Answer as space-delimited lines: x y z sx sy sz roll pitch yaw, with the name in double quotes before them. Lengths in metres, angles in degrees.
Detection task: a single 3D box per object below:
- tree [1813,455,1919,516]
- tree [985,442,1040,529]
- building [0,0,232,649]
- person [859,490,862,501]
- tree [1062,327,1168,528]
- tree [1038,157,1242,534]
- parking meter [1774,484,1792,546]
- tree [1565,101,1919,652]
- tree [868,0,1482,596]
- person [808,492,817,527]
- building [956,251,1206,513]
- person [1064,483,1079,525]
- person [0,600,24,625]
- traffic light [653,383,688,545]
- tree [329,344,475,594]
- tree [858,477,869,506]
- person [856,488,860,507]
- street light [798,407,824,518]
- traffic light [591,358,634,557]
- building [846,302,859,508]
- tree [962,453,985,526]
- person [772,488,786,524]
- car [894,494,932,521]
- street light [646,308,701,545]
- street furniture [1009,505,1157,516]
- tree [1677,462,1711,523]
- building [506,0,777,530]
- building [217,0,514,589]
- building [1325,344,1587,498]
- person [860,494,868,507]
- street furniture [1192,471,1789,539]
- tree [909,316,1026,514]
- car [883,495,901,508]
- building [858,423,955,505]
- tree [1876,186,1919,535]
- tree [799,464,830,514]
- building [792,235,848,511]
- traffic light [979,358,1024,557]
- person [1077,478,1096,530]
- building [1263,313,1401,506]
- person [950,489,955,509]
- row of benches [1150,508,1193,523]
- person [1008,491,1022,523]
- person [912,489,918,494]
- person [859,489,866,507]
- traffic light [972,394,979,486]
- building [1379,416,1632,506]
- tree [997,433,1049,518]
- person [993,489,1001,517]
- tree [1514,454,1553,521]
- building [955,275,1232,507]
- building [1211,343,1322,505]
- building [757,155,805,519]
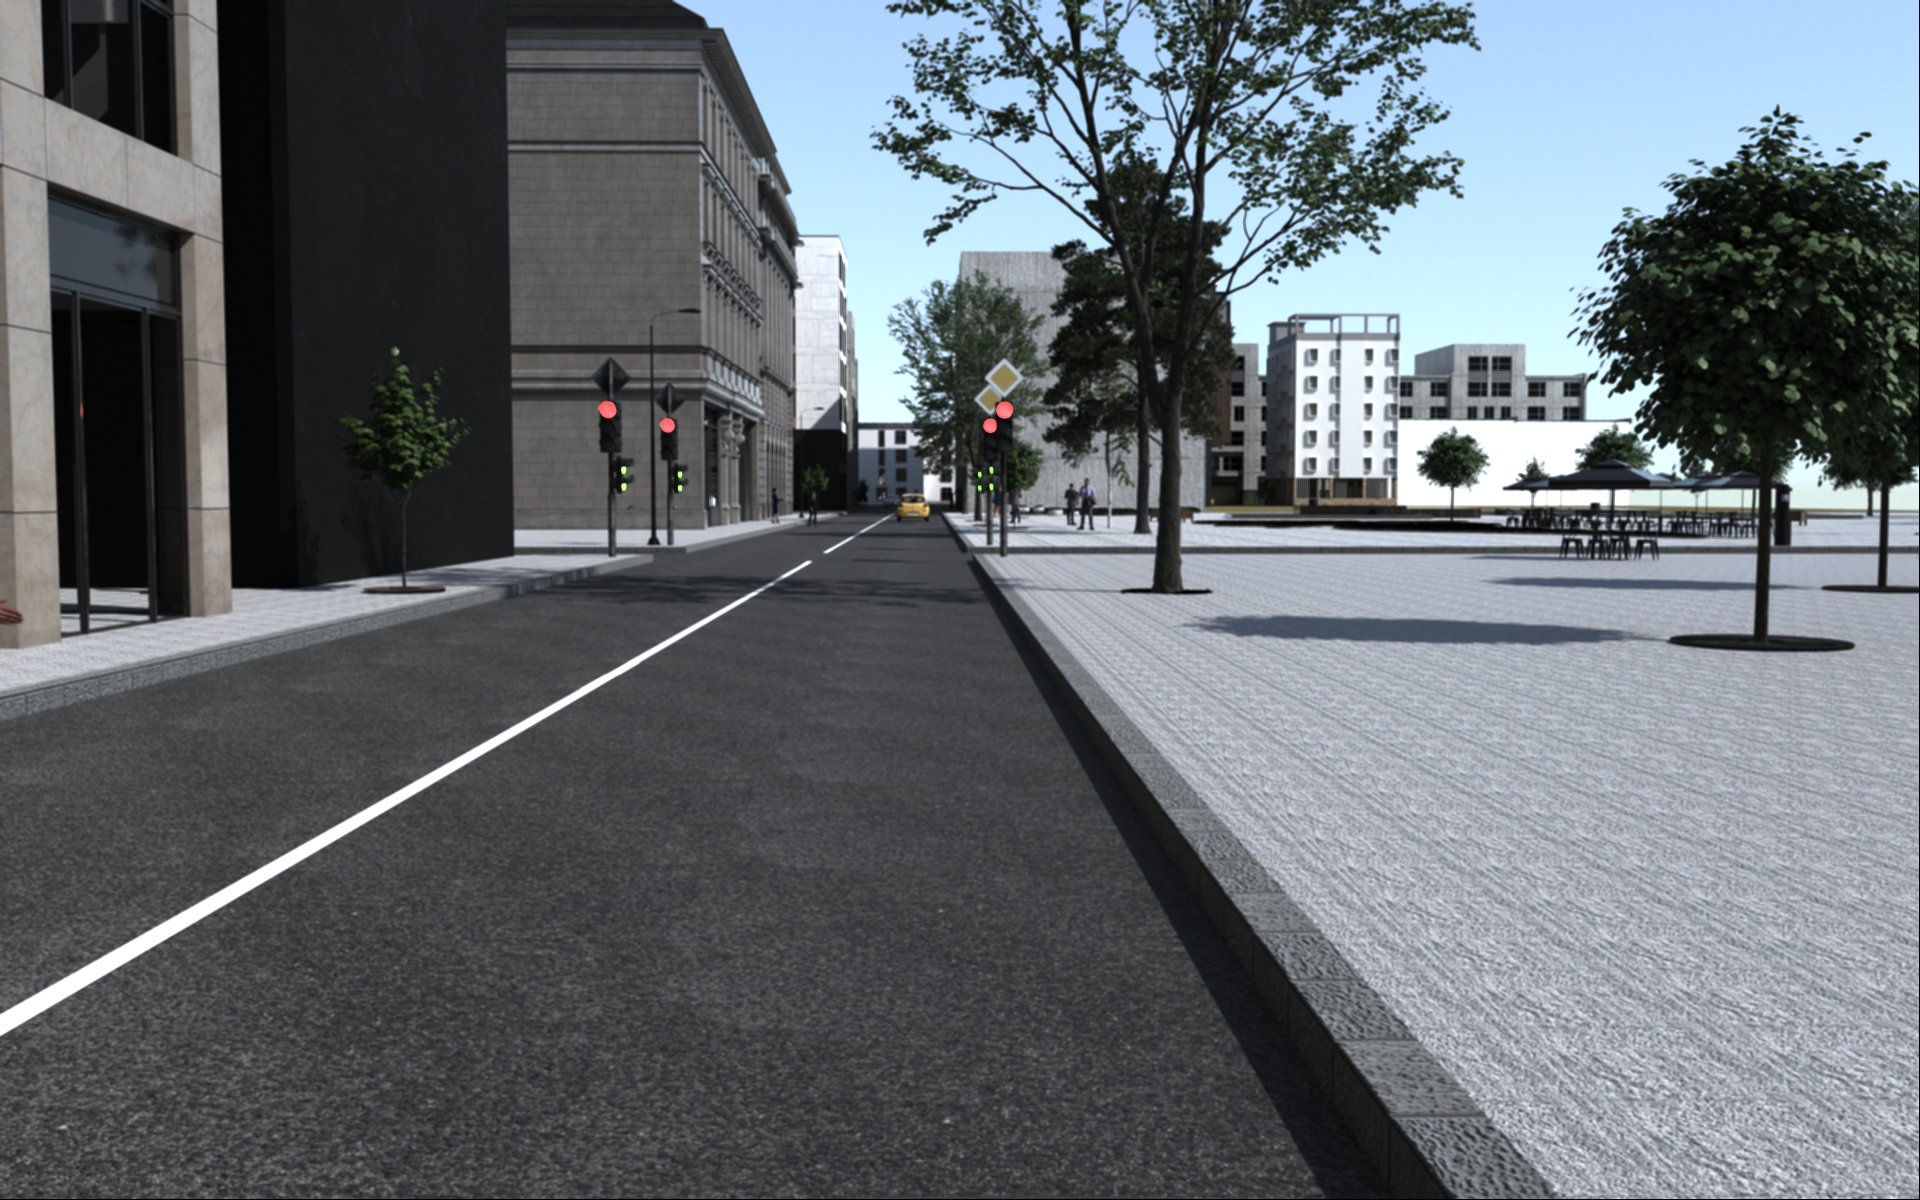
"tree" 55.255 -8.301 98.635 11.467 7.101 20.602 -1 4 -15
"tree" 2.016 -4.222 63.636 1.663 3.219 1.824 0 3 0
"building" -17.157 -12.004 0.784 19.350 26.468 34.151 0 4 -1
"person" -10.800 -10.968 186.082 0.721 1.735 1.217 0 4 -7
"tree" 5.864 -7.002 64.846 4.737 8.622 4.395 0 3 0
"tree" 5.905 -8.163 55.523 6.751 12.117 7.091 0 3 0
"parking meter" 20.433 -2.114 42.981 0.372 1.533 0.369 0 3 0
"tree" 6.765 -1.895 14.697 4.285 4.588 4.351 0 3 0
"tree" 2.573 -5.883 21.945 9.928 11.665 9.643 0 3 0
"person" -6.476 -3.970 75.945 0.613 1.512 0.480 3 4 38
"building" 8.298 -16.419 134.913 16.747 18.905 31.486 0 4 -1
"person" 4.630 -3.947 71.401 0.431 1.722 0.655 -3 5 -41
"person" -3.426 0.314 5.733 0.546 1.535 0.453 -2 4 -34
"traffic light" -7.228 -3.302 43.231 0.839 4.213 0.868 0 4 -1
"tree" -7.416 -1.713 22.605 1.663 3.219 1.824 0 3 0
"tree" -10.821 -11.984 190.540 1.663 3.219 1.824 0 3 0
"person" -9.914 -9.963 168.902 0.705 1.831 1.348 0 4 -1
"street light" -7.981 -7.367 92.997 1.470 5.913 1.316 0 4 -1
"traffic light" -7.081 -2.814 35.247 0.839 4.213 0.868 0 4 -1
"building" -18.827 -18.384 167.043 16.747 18.905 31.486 0 4 -1
"tree" 1.109 -4.615 70.061 1.663 3.219 1.824 0 3 0
"person" -7.908 -4.085 75.209 0.546 1.535 0.453 -2 4 -33
"car" -2.498 -5.001 91.986 2.015 1.641 3.980 0 4 -2
"street light" -7.162 -4.333 43.394 1.470 5.913 1.316 0 4 -1
"street furniture" 7.779 -5.408 104.043 10.072 0.657 5.734 1 4 13
"tree" 32.959 -5.085 77.745 1.663 3.219 1.824 0 3 0
"building" -13.649 -12.973 63.012 10.553 20.767 40.483 0 4 -1
"building" -17.003 -12.179 28.797 15.834 23.373 12.332 0 4 -1
"building" 57.830 -21.131 211.955 31.486 18.905 16.747 0 4 -1
"person" -9.865 -10.296 177.566 0.799 1.438 0.628 -1 4 -8
"street furniture" 17.455 -3.541 62.928 14.083 1.986 27.439 0 4 -3
"tree" 0.748 -11.786 110.822 7.486 12.596 7.792 0 3 0
"car" -6.983 -10.307 180.877 2.083 1.381 4.827 0 4 -1
"building" -4.309 -16.257 207.949 28.070 9.664 9.099 0 4 -1
"tree" 30.879 -7.854 54.162 9.928 11.665 9.643 0 3 0
"tree" -9.107 -7.056 109.966 1.663 3.219 1.824 0 3 0
"building" -23.452 -17.773 134.566 27.936 21.610 32.646 0 4 -1
"traffic light" 0.879 -2.823 35.409 0.839 4.213 0.868 0 4 -1
"person" 4.493 -3.413 61.720 0.709 1.838 0.599 1 4 13
"building" 40.051 -20.259 187.652 11.380 20.091 16.016 0 4 -1
"person" -0.625 -8.897 152.314 0.742 1.727 0.445 2 4 33
"row of benches" 9.736 -3.926 79.659 1.422 0.672 4.104 -1 4 -14
"person" 2.405 -4.256 76.444 0.655 1.722 0.431 -2 4 -31
"person" -3.007 -6.487 115.247 0.565 1.739 0.600 -1 4 -20
"person" -9.940 -10.397 176.486 0.683 1.767 0.568 -1 4 -17
"traffic light" 0.732 -3.312 43.393 0.839 4.213 0.868 0 4 -1
"building" 59.994 -15.260 191.640 28.070 9.664 9.099 0 4 -1
"tree" 3.107 -6.738 93.886 4.285 4.588 4.351 0 3 0
"person" 2.090 -5.461 97.031 0.444 1.614 0.593 -2 4 -35
"tree" 27.399 -5.409 83.047 1.663 3.219 1.824 0 3 0
"building" 13.397 -20.449 178.323 27.936 21.610 32.646 0 4 -1
"building" 26.353 -21.085 211.189 31.486 18.905 16.747 0 4 -1
"building" -16.103 -15.559 96.192 13.314 21.916 24.055 0 4 -1
